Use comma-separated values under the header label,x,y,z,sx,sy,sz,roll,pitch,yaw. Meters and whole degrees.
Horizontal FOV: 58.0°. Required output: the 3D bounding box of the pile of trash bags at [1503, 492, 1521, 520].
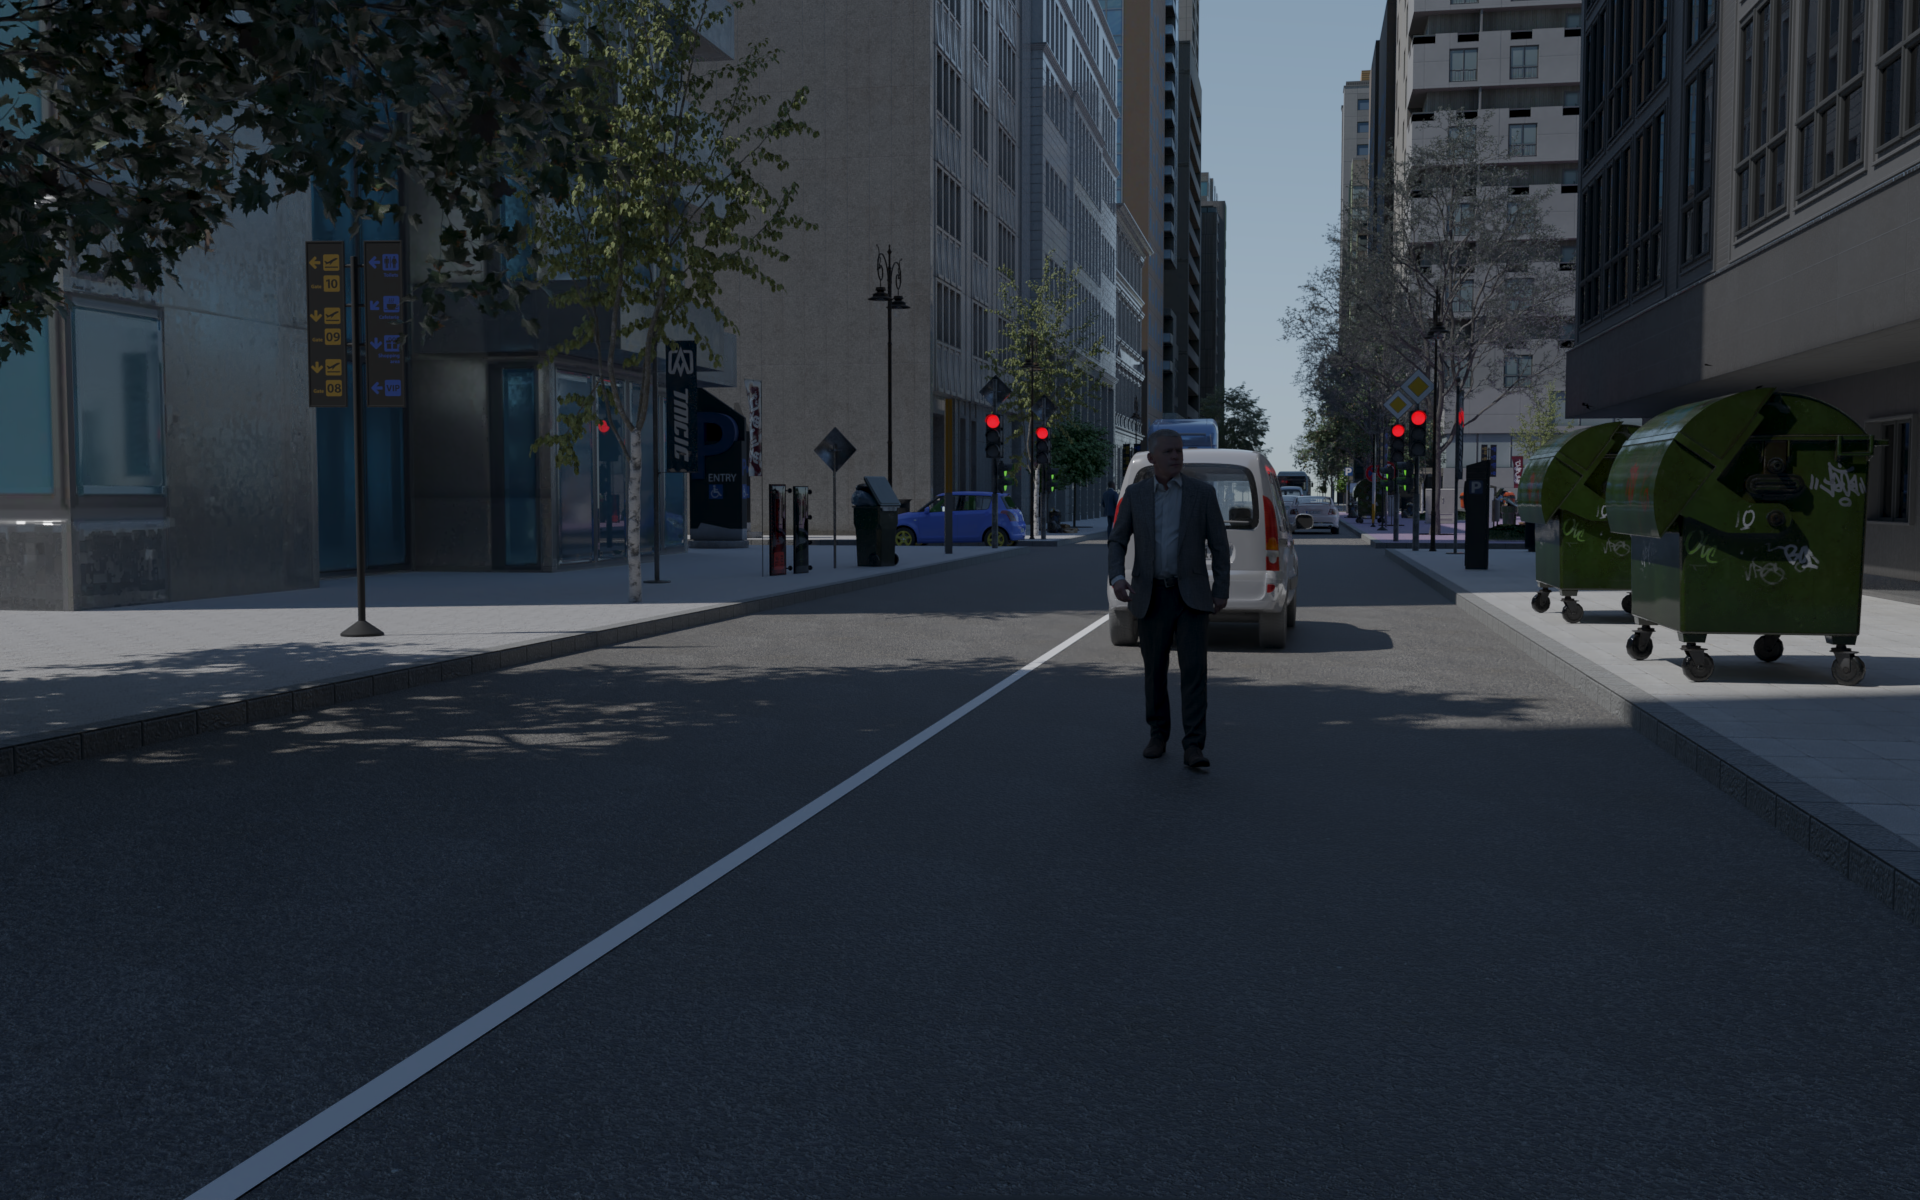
label,x,y,z,sx,sy,sz,roll,pitch,yaw
pile of trash bags,28.638,-4.682,86.297,3.447,1.369,1.912,-1,4,-14

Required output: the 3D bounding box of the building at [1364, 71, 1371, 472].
label,x,y,z,sx,sy,sz,roll,pitch,yaw
building,46.684,-31.644,167.488,14.600,45.320,14.200,1,4,11

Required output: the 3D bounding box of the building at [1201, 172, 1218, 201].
label,x,y,z,sx,sy,sz,roll,pitch,yaw
building,27.995,-39.093,258.773,23.786,49.044,30.456,1,4,11

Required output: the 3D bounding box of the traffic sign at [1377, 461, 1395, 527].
label,x,y,z,sx,sy,sz,roll,pitch,yaw
traffic sign,16.378,-4.061,66.510,0.768,2.556,0.104,1,4,12

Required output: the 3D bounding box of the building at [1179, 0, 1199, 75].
label,x,y,z,sx,sy,sz,roll,pitch,yaw
building,21.693,-47.741,218.816,20.563,71.187,20.611,1,4,11

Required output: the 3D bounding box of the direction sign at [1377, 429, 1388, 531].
label,x,y,z,sx,sy,sz,roll,pitch,yaw
direction sign,14.880,-4.216,60.926,0.379,3.537,0.876,2,4,30

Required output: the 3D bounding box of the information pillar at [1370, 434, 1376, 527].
label,x,y,z,sx,sy,sz,roll,pitch,yaw
information pillar,16.129,-4.656,67.472,0.183,3.616,0.504,1,4,18

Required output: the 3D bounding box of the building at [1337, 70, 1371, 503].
label,x,y,z,sx,sy,sz,roll,pitch,yaw
building,64.657,-43.072,246.225,21.231,58.520,28.212,1,4,11

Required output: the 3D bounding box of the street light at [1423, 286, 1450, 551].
label,x,y,z,sx,sy,sz,roll,pitch,yaw
street light,10.586,-4.026,38.607,0.468,5.910,1.993,1,4,11

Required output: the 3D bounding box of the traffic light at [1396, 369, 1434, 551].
label,x,y,z,sx,sy,sz,roll,pitch,yaw
traffic light,10.279,-3.065,39.036,0.839,4.253,0.868,1,4,11

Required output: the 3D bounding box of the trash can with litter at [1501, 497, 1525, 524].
label,x,y,z,sx,sy,sz,roll,pitch,yaw
trash can with litter,19.818,-3.075,61.664,1.055,1.170,0.624,2,4,34

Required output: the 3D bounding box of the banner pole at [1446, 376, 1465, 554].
label,x,y,z,sx,sy,sz,roll,pitch,yaw
banner pole,10.580,-2.857,36.725,0.401,3.779,0.863,0,4,5

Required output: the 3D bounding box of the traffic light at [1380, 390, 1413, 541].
label,x,y,z,sx,sy,sz,roll,pitch,yaw
traffic light,11.808,-3.545,46.874,0.839,4.253,0.868,1,4,11

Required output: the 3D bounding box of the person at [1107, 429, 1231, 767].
label,x,y,z,sx,sy,sz,roll,pitch,yaw
person,1.120,-0.018,9.193,0.661,1.777,0.834,0,4,0

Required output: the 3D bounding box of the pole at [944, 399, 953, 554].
label,x,y,z,sx,sy,sz,roll,pitch,yaw
pole,-0.247,-2.649,37.150,0.158,3.312,0.155,0,3,0

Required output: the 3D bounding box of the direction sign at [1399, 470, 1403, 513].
label,x,y,z,sx,sy,sz,roll,pitch,yaw
direction sign,30.139,-7.784,119.269,0.876,3.537,0.379,-1,4,-13

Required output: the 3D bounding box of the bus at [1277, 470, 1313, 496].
label,x,y,z,sx,sy,sz,roll,pitch,yaw
bus,28.061,-9.210,145.443,2.948,3.499,13.247,1,4,13

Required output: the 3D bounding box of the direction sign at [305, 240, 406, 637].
label,x,y,z,sx,sy,sz,roll,pitch,yaw
direction sign,-5.415,-1.443,15.583,0.876,3.537,0.379,0,4,3

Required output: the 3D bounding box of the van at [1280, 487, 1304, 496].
label,x,y,z,sx,sy,sz,roll,pitch,yaw
van,18.890,-5.619,98.886,2.013,2.044,4.112,1,4,12

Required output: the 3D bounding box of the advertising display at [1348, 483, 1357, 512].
label,x,y,z,sx,sy,sz,roll,pitch,yaw
advertising display,22.117,-5.599,96.752,0.974,1.923,0.123,-1,4,-23

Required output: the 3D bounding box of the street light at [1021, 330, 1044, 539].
label,x,y,z,sx,sy,sz,roll,pitch,yaw
street light,2.045,-4.662,49.004,0.468,5.910,1.993,1,4,11

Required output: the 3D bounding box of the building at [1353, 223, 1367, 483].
label,x,y,z,sx,sy,sz,roll,pitch,yaw
building,48.873,-25.167,183.188,14.160,30.474,14.107,1,4,11

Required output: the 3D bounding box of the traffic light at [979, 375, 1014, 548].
label,x,y,z,sx,sy,sz,roll,pitch,yaw
traffic light,0.842,-3.176,40.853,0.839,4.253,0.868,1,4,11

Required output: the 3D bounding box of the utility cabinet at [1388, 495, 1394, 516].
label,x,y,z,sx,sy,sz,roll,pitch,yaw
utility cabinet,24.849,-5.425,99.861,0.306,1.237,1.020,0,4,8

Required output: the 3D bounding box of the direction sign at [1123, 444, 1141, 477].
label,x,y,z,sx,sy,sz,roll,pitch,yaw
direction sign,7.713,-5.248,77.808,0.876,3.537,0.379,2,4,29

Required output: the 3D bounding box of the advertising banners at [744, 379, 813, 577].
label,x,y,z,sx,sy,sz,roll,pitch,yaw
advertising banners,-2.858,-1.900,27.255,0.090,3.025,2.074,2,4,24

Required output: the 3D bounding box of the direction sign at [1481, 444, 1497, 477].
label,x,y,z,sx,sy,sz,roll,pitch,yaw
direction sign,24.155,-5.333,79.185,0.876,3.537,0.379,-2,4,-24

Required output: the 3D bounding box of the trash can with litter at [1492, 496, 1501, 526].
label,x,y,z,sx,sy,sz,roll,pitch,yaw
trash can with litter,18.545,-2.950,59.297,1.678,1.210,2.233,2,4,30

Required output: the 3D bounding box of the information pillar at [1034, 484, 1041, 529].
label,x,y,z,sx,sy,sz,roll,pitch,yaw
information pillar,2.722,-3.525,62.119,0.304,2.012,0.304,-1,4,-13

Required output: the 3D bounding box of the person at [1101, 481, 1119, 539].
label,x,y,z,sx,sy,sz,roll,pitch,yaw
person,4.279,-2.432,48.444,0.721,1.800,0.419,3,5,41

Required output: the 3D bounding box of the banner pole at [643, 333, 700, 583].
label,x,y,z,sx,sy,sz,roll,pitch,yaw
banner pole,-4.152,-2.133,24.896,0.863,3.779,0.401,1,4,8

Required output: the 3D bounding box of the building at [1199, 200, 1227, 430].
label,x,y,z,sx,sy,sz,roll,pitch,yaw
building,28.784,-33.786,235.993,14.154,41.232,14.086,1,4,11

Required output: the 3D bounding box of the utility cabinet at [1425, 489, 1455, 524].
label,x,y,z,sx,sy,sz,roll,pitch,yaw
utility cabinet,20.458,-3.984,73.821,1.173,1.500,0.318,1,4,11

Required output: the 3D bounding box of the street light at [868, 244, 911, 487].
label,x,y,z,sx,sy,sz,roll,pitch,yaw
street light,-1.306,-3.637,32.250,0.468,5.910,1.993,1,4,11

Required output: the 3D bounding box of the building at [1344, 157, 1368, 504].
label,x,y,z,sx,sy,sz,roll,pitch,yaw
building,54.693,-32.302,211.724,14.154,41.232,14.086,1,4,11

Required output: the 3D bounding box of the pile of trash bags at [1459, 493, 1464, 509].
label,x,y,z,sx,sy,sz,roll,pitch,yaw
pile of trash bags,30.223,-5.447,98.816,3.447,1.369,1.912,0,4,0

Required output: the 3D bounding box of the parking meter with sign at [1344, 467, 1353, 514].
label,x,y,z,sx,sy,sz,roll,pitch,yaw
parking meter with sign,25.760,-7.212,114.184,0.543,3.016,1.738,2,4,24

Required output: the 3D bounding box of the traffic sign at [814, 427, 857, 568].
label,x,y,z,sx,sy,sz,roll,pitch,yaw
traffic sign,-2.155,-1.751,29.819,0.795,2.450,0.064,1,4,18

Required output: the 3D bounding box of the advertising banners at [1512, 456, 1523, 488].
label,x,y,z,sx,sy,sz,roll,pitch,yaw
advertising banners,26.235,-5.071,79.096,2.074,3.025,0.090,1,4,11

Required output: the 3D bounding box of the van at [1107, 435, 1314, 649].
label,x,y,z,sx,sy,sz,roll,pitch,yaw
van,2.542,-0.645,17.561,2.013,2.044,4.112,1,4,13

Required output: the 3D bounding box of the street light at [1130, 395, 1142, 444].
label,x,y,z,sx,sy,sz,roll,pitch,yaw
street light,8.240,-6.624,81.093,0.468,5.910,1.993,1,4,11

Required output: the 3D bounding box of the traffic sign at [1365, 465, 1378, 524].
label,x,y,z,sx,sy,sz,roll,pitch,yaw
traffic sign,17.872,-4.563,74.705,0.768,2.556,0.104,1,4,19

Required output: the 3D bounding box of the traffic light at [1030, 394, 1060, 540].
label,x,y,z,sx,sy,sz,roll,pitch,yaw
traffic light,2.370,-3.656,48.691,0.839,4.253,0.868,1,4,11

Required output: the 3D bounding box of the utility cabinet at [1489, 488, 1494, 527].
label,x,y,z,sx,sy,sz,roll,pitch,yaw
utility cabinet,19.555,-3.404,64.335,0.318,1.500,1.173,2,4,26
